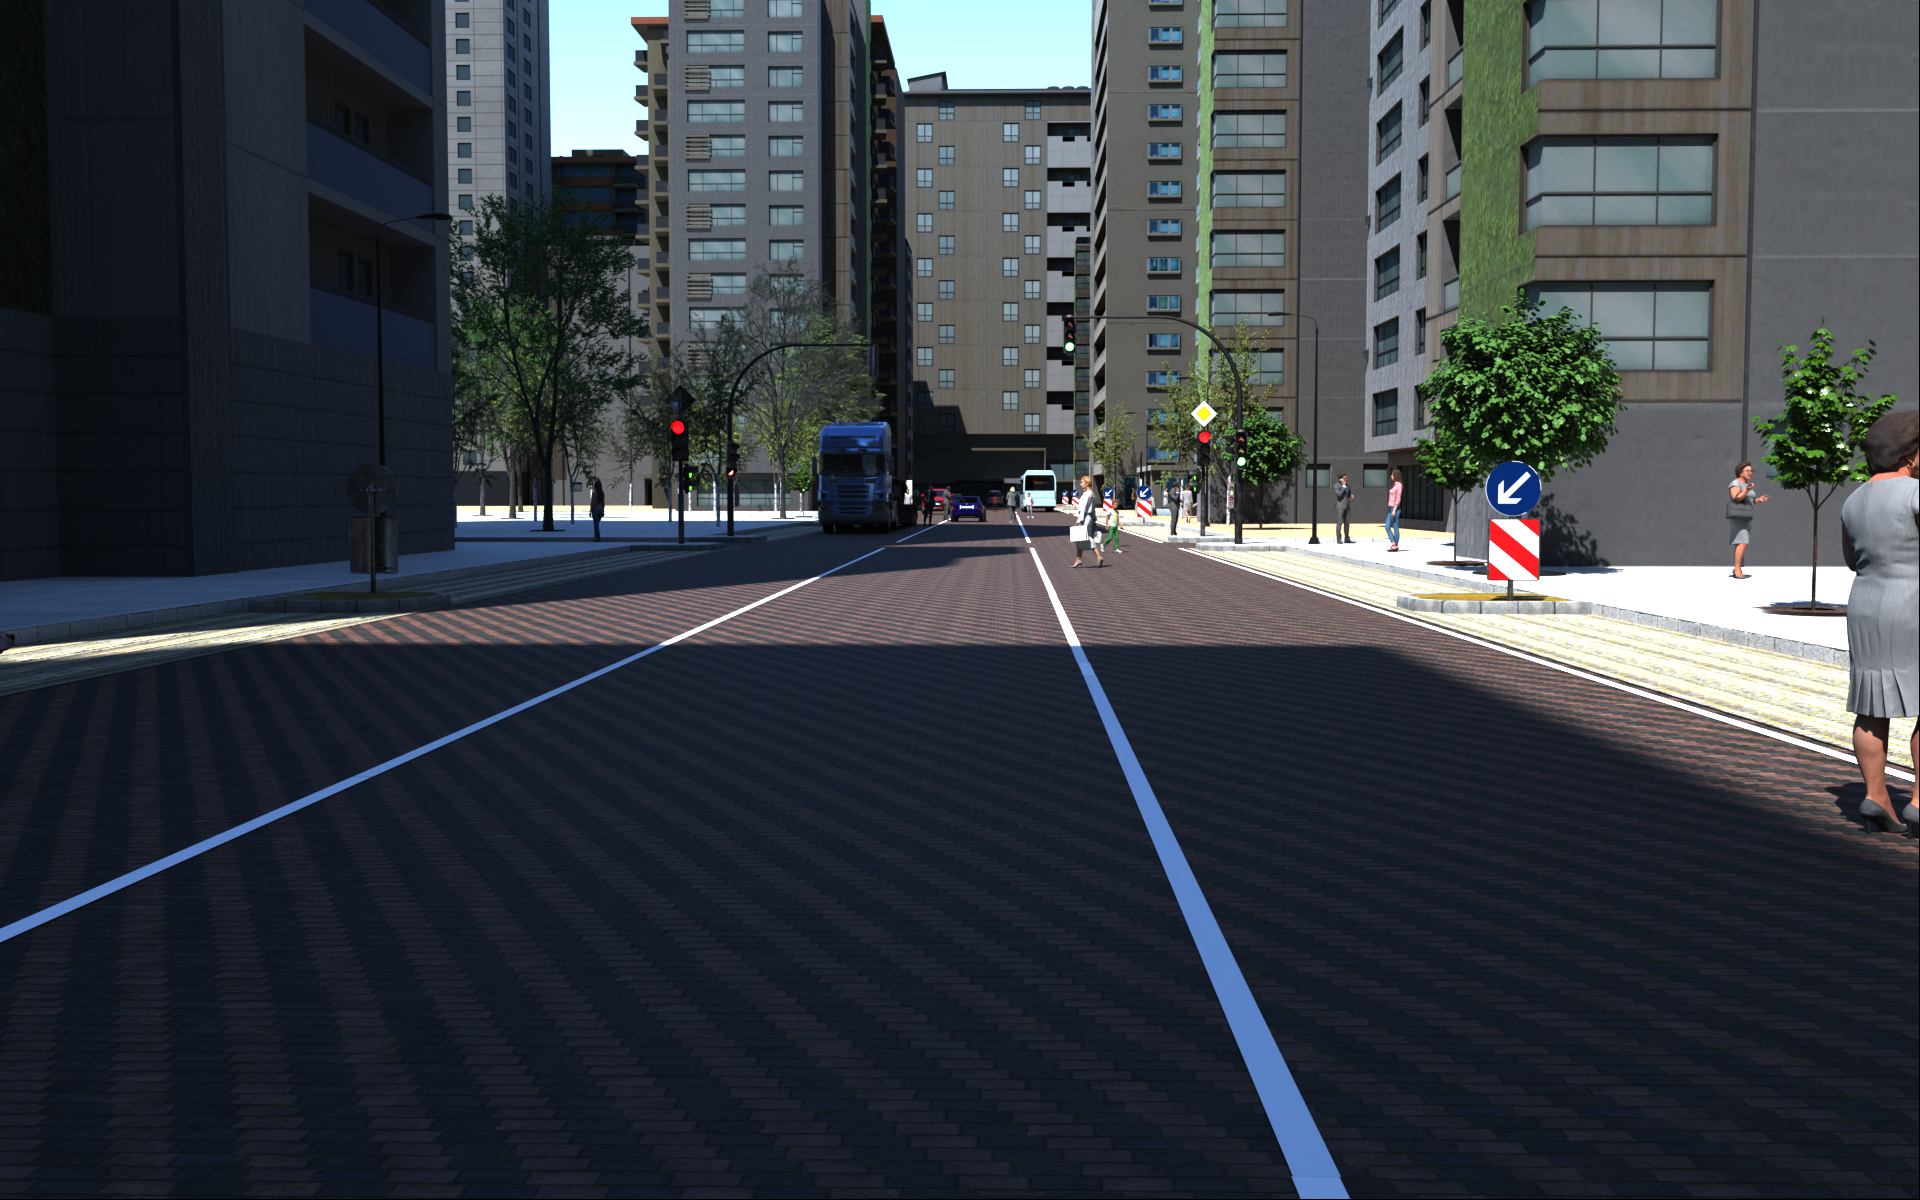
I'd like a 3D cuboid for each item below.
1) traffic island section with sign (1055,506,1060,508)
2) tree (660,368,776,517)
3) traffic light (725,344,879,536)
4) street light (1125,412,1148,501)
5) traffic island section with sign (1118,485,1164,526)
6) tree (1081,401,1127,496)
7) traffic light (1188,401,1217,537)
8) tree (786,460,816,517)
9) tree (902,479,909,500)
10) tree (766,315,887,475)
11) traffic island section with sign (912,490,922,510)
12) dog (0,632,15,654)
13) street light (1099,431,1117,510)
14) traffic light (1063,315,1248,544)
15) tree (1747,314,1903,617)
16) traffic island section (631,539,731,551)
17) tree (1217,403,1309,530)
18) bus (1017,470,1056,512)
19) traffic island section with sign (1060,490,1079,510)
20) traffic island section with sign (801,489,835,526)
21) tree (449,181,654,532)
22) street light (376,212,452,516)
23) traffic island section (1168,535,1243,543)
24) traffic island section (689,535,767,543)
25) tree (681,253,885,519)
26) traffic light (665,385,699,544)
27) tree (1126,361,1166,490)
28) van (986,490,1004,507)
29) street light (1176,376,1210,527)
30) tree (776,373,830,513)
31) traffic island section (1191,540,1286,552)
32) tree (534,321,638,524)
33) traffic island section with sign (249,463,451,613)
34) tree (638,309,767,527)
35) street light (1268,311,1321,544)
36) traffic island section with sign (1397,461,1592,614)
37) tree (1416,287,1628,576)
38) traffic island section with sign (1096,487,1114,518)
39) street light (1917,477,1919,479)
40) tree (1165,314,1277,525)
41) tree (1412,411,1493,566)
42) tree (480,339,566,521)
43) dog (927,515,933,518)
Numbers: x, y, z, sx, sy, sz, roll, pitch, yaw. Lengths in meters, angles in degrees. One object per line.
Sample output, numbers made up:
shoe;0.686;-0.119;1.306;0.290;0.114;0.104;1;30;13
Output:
traffic island section with sign;10.886;-10.566;181.376;1.989;1.847;2.006;0;4;2
tree;-13.761;-9.069;98.645;4.737;8.622;4.395;0;3;0
traffic light;-4.856;-4.760;52.500;4.771;5.953;1.251;0;4;2
street light;10.013;-7.662;97.823;1.470;5.913;1.316;0;4;2
traffic island section with sign;8.034;-4.189;77.116;1.989;1.847;2.006;0;4;2
tree;11.932;-11.356;136.038;4.737;8.622;4.395;0;3;0
traffic light;7.307;-3.867;52.149;0.839;4.253;0.868;0;4;2
tree;-9.006;-6.326;98.030;1.663;3.219;1.824;0;3;0
tree;-6.019;-11.886;188.932;1.663;3.219;1.824;0;3;0
tree;-8.561;-11.766;110.503;7.486;12.596;7.792;0;3;0
traffic island section with sign;-3.865;-8.949;154.947;1.989;1.847;2.006;0;4;2
dog;-4.996;0.527;8.218;0.800;0.831;0.513;0;4;-5
street light;10.868;-9.461;127.227;1.470;5.913;1.316;0;4;2
traffic light;4.996;-4.246;44.083;4.771;5.953;1.251;0;4;2
tree;9.041;-1.458;18.445;1.663;3.219;1.824;0;3;0
traffic island section;-7.207;-1.370;44.675;2.009;0.180;2.903;0;4;2
tree;10.819;-4.827;62.642;4.285;4.588;4.351;0;3;0
bus;6.263;-8.937;140.983;2.948;3.499;13.247;0;4;1
traffic island section with sign;10.142;-8.917;154.420;1.989;1.847;2.006;0;4;2
traffic island section with sign;-5.996;-4.197;77.243;1.989;1.847;2.006;0;4;2
tree;-14.234;-8.152;59.044;9.928;11.665;9.643;0;3;0
street light;-9.075;-3.436;28.728;1.470;5.913;1.316;0;4;2
traffic island section;7.347;-1.834;52.262;2.009;0.180;2.903;0;4;2
traffic island section;-6.989;-1.858;52.657;2.009;0.180;2.903;0;4;2
tree;-9.112;-10.911;88.757;12.009;13.543;11.850;0;3;0
traffic light;-7.167;-3.402;44.539;0.839;4.253;0.868;0;4;2
tree;11.734;-8.625;91.379;4.737;8.622;4.395;0;3;0
van;3.973;-11.582;196.372;2.013;2.044;4.112;0;4;3
street light;9.225;-5.864;68.416;1.470;5.913;1.316;0;4;2
tree;-10.524;-9.408;104.183;4.737;8.622;4.395;0;3;0
traffic island section;7.129;-1.346;44.280;2.009;0.180;2.903;0;4;2
tree;-16.548;-7.512;73.191;4.360;8.622;3.978;0;3;0
traffic island section with sign;-7.516;-0.798;21.673;1.989;1.847;2.006;0;4;2
tree;-9.787;-7.208;68.206;4.360;8.622;3.978;0;3;0
street light;8.516;-4.378;44.115;1.470;5.913;1.316;0;4;2
traffic island section with sign;6.511;-0.783;21.430;1.989;1.847;2.006;0;4;2
tree;8.969;-2.689;27.673;4.285;4.588;4.351;0;3;0
traffic island section with sign;8.765;-5.837;104.061;1.989;1.847;2.006;0;4;2
street light;7.678;-2.579;14.711;1.470;5.913;1.316;0;4;2
tree;11.112;-7.415;71.598;4.737;8.622;4.395;0;3;0
tree;8.920;-2.248;31.352;1.663;3.219;1.824;0;3;0
tree;-20.222;-8.028;81.621;4.737;8.622;4.395;0;3;0
dog;-1.921;-5.167;104.671;0.748;0.427;0.550;-2;4;-25
